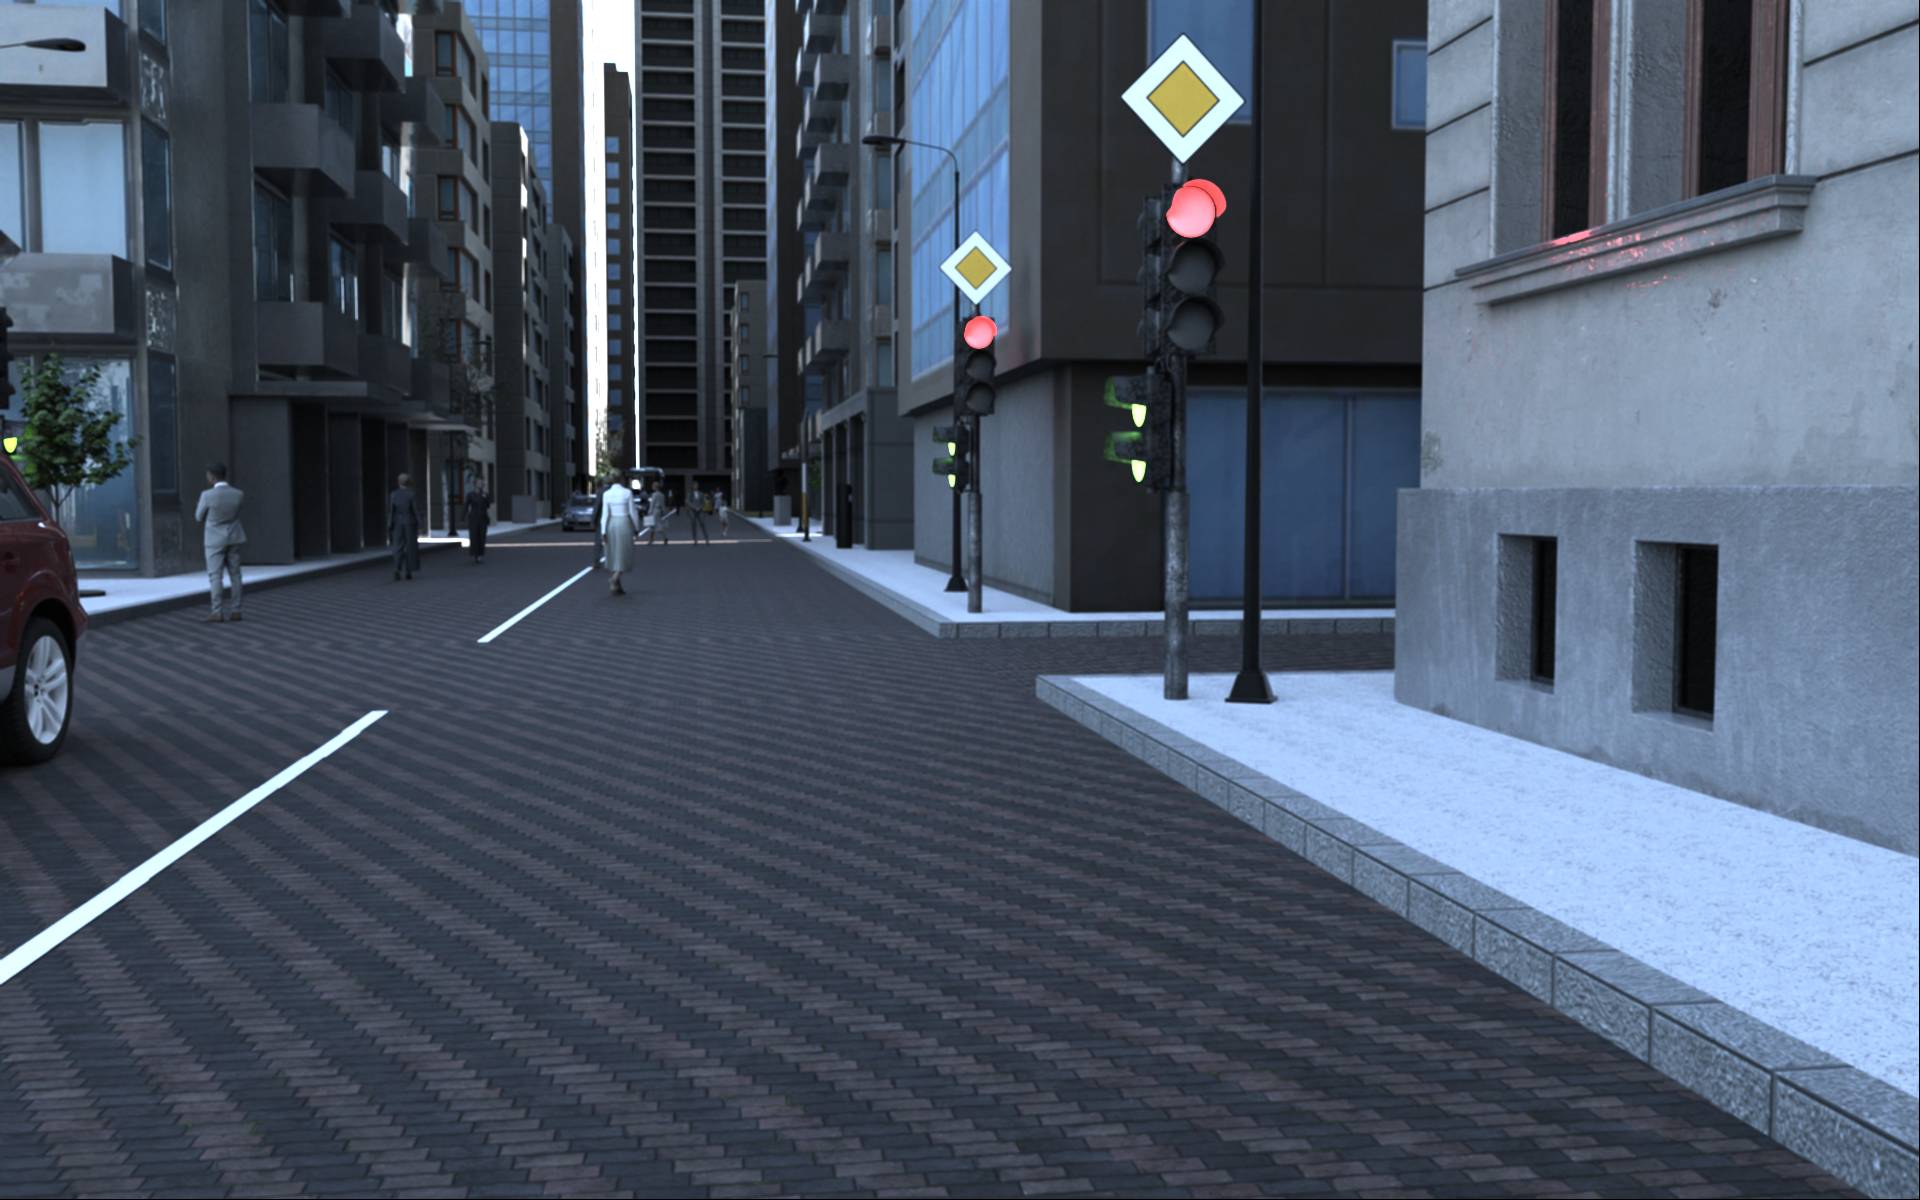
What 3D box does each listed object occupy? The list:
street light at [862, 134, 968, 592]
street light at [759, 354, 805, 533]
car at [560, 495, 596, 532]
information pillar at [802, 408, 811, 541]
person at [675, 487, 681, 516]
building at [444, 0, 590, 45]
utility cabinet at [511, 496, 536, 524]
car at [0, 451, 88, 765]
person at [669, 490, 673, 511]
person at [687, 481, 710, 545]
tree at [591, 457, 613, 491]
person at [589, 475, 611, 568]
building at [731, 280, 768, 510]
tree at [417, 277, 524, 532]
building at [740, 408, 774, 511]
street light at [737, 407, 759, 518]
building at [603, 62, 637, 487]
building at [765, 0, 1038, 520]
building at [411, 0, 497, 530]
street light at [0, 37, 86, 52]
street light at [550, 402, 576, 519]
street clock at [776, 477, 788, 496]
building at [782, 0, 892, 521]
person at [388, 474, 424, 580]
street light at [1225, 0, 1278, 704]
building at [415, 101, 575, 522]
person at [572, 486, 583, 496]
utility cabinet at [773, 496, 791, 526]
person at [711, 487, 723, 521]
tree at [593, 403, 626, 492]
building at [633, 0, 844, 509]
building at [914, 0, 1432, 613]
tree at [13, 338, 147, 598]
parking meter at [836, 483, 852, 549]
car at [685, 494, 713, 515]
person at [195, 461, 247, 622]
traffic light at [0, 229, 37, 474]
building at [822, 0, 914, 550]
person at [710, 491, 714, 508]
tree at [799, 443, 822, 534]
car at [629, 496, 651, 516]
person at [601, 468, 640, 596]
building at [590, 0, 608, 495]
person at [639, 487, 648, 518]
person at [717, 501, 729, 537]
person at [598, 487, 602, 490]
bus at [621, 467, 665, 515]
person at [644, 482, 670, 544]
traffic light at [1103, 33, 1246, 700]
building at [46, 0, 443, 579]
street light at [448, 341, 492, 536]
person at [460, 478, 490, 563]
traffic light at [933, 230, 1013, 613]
[{"bbox_3d":[-0.576,-3.062,22.609,1.470,5.913,1.316,-1,4,-9],"label":"street light"},{"bbox_3d":[-5.858,-5.203,57.611,1.470,5.913,1.316,-1,4,-9],"label":"street light"},{"bbox_3d":[-14.593,-3.418,67.881,2.014,1.417,4.499,-1,4,-9],"label":"car"},{"bbox_3d":[-4.170,-3.392,46.815,0.183,3.616,0.504,0,4,5],"label":"information pillar"},{"bbox_3d":[-18.378,-6.420,113.098,0.705,1.869,1.348,0,4,-5],"label":"person"},{"bbox_3d":[-34.069,-29.062,125.270,14.600,45.320,14.200,-1,4,-9],"label":"building"},{"bbox_3d":[-18.984,-3.930,75.424,1.020,1.237,0.306,1,4,11],"label":"utility cabinet"},{"bbox_3d":[-5.678,0.064,7.633,2.281,1.827,5.304,0,4,-7],"label":"car"},{"bbox_3d":[-23.732,-8.163,142.692,0.721,1.736,1.217,-1,4,-10],"label":"person"},{"bbox_3d":[-7.329,-2.429,48.493,0.520,1.790,0.573,-2,4,-35],"label":"person"},{"bbox_3d":[-30.014,-9.725,142.717,4.285,4.588,4.351,0,3,0],"label":"tree"},{"bbox_3d":[-6.949,-1.535,33.769,0.590,1.801,0.661,3,5,43],"label":"person"},{"bbox_3d":[-6.416,-19.029,156.168,27.650,21.520,28.899,-1,4,-9],"label":"building"},{"bbox_3d":[-17.145,-6.598,58.233,4.360,8.622,3.978,0,3,0],"label":"tree"},{"bbox_3d":[-4.331,-49.588,123.432,22.319,86.520,31.000,-1,4,-9],"label":"building"},{"bbox_3d":[-11.163,-7.322,92.252,1.470,5.913,1.316,-1,4,-9],"label":"street light"},{"bbox_3d":[-40.986,-32.366,179.301,14.200,45.320,14.600,-1,4,-9],"label":"building"},{"bbox_3d":[-4.131,-27.589,101.193,14.600,45.320,14.200,-1,4,-9],"label":"building"},{"bbox_3d":[-33.306,-13.961,73.299,27.650,21.520,28.899,-1,4,-9],"label":"building"},{"bbox_3d":[-9.599,-2.762,17.706,1.470,5.913,1.316,-1,4,-9],"label":"street light"},{"bbox_3d":[-20.058,-7.030,87.487,1.470,5.913,1.316,-1,4,-9],"label":"street light"},{"bbox_3d":[-7.556,-4.223,73.609,0.471,2.002,0.358,-3,5,-40],"label":"street clock"},{"bbox_3d":[4.243,-28.003,77.453,23.786,49.044,30.456,-1,4,-9],"label":"building"},{"bbox_3d":[-9.261,-1.224,28.940,0.576,1.772,0.534,-1,4,-20],"label":"person"},{"bbox_3d":[1.273,-2.321,10.496,1.470,5.913,1.316,-1,4,-9],"label":"street light"},{"bbox_3d":[-38.258,-15.815,103.615,27.650,21.520,28.899,-1,4,-9],"label":"building"},{"bbox_3d":[-18.432,-4.590,83.653,0.679,1.850,0.850,2,4,24],"label":"person"},{"bbox_3d":[-7.231,-3.629,70.503,0.306,1.237,1.020,1,4,22],"label":"utility cabinet"},{"bbox_3d":[-12.679,-5.009,90.487,0.616,1.811,0.778,0,4,3],"label":"person"},{"bbox_3d":[-28.732,-11.465,137.820,4.360,8.622,3.978,0,3,0],"label":"tree"},{"bbox_3d":[-23.963,-45.670,184.951,20.611,71.187,20.563,-1,4,-9],"label":"building"},{"bbox_3d":[6.836,-22.914,24.749,14.200,45.320,14.600,-1,4,-9],"label":"building"},{"bbox_3d":[-11.309,-1.646,21.513,1.663,3.219,1.824,0,3,0],"label":"tree"},{"bbox_3d":[-2.733,-1.988,40.917,0.372,1.533,0.369,0,3,0],"label":"parking meter"},{"bbox_3d":[-17.974,-6.694,119.667,2.015,1.641,3.980,-1,4,-10],"label":"car"},{"bbox_3d":[-8.355,-0.663,19.524,0.466,1.800,0.511,1,4,23],"label":"person"},{"bbox_3d":[-9.655,-1.726,17.144,0.839,4.253,0.868,-1,4,-9],"label":"traffic light"},{"bbox_3d":[7.300,-37.011,43.389,20.563,71.187,20.611,-1,4,-9],"label":"building"},{"bbox_3d":[-23.866,-9.629,166.481,0.434,1.755,0.990,1,4,18],"label":"person"},{"bbox_3d":[-4.151,-3.764,56.144,1.663,3.219,1.824,0,3,0],"label":"tree"},{"bbox_3d":[-18.594,-5.312,99.425,1.945,1.354,3.894,0,4,-7],"label":"car"},{"bbox_3d":[-4.830,-0.961,24.445,0.478,1.798,0.641,1,4,16],"label":"person"},{"bbox_3d":[-42.595,-43.773,153.936,20.611,71.187,20.563,-1,4,-9],"label":"building"},{"bbox_3d":[-19.268,-5.897,104.778,0.709,1.838,0.599,2,4,33],"label":"person"},{"bbox_3d":[-7.950,-2.706,57.758,0.505,1.210,0.382,2,4,31],"label":"person"},{"bbox_3d":[-18.731,-4.999,90.465,0.641,1.798,0.478,-2,4,-23],"label":"person"},{"bbox_3d":[-21.408,-7.476,117.090,2.948,3.499,13.247,0,4,-8],"label":"bus"},{"bbox_3d":[-8.612,-2.469,49.226,0.624,1.780,0.694,3,5,40],"label":"person"},{"bbox_3d":[1.334,-1.334,10.737,0.839,4.253,0.868,-1,4,-9],"label":"traffic light"},{"bbox_3d":[-23.546,-25.461,35.894,23.786,49.044,30.456,-1,4,-9],"label":"building"},{"bbox_3d":[-14.848,-4.887,52.451,1.470,5.913,1.316,-1,4,-9],"label":"street light"},{"bbox_3d":[-10.136,-1.674,36.284,0.534,1.772,0.576,3,4,37],"label":"person"},{"bbox_3d":[0.143,-1.817,18.633,0.839,4.253,0.868,-1,4,-9],"label":"traffic light"}]
